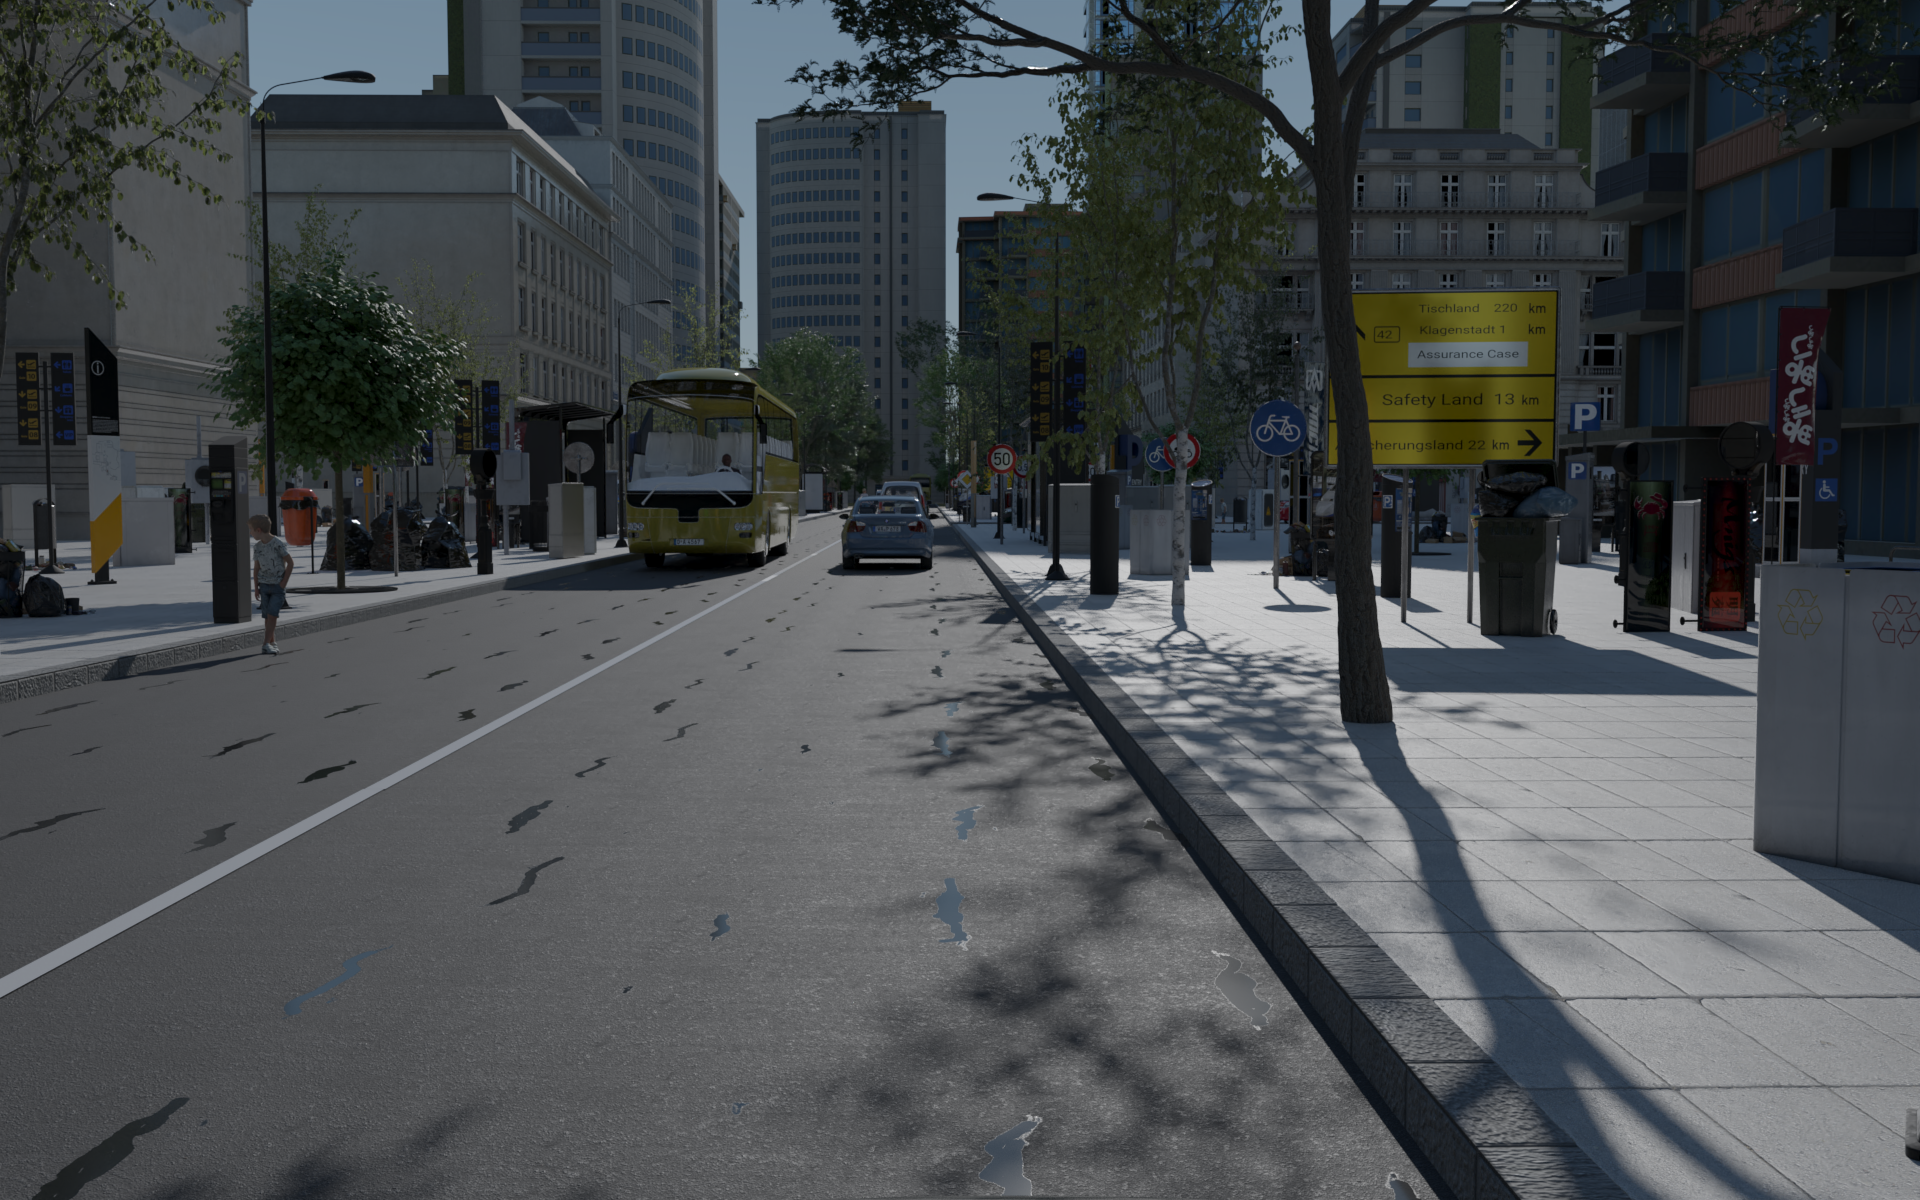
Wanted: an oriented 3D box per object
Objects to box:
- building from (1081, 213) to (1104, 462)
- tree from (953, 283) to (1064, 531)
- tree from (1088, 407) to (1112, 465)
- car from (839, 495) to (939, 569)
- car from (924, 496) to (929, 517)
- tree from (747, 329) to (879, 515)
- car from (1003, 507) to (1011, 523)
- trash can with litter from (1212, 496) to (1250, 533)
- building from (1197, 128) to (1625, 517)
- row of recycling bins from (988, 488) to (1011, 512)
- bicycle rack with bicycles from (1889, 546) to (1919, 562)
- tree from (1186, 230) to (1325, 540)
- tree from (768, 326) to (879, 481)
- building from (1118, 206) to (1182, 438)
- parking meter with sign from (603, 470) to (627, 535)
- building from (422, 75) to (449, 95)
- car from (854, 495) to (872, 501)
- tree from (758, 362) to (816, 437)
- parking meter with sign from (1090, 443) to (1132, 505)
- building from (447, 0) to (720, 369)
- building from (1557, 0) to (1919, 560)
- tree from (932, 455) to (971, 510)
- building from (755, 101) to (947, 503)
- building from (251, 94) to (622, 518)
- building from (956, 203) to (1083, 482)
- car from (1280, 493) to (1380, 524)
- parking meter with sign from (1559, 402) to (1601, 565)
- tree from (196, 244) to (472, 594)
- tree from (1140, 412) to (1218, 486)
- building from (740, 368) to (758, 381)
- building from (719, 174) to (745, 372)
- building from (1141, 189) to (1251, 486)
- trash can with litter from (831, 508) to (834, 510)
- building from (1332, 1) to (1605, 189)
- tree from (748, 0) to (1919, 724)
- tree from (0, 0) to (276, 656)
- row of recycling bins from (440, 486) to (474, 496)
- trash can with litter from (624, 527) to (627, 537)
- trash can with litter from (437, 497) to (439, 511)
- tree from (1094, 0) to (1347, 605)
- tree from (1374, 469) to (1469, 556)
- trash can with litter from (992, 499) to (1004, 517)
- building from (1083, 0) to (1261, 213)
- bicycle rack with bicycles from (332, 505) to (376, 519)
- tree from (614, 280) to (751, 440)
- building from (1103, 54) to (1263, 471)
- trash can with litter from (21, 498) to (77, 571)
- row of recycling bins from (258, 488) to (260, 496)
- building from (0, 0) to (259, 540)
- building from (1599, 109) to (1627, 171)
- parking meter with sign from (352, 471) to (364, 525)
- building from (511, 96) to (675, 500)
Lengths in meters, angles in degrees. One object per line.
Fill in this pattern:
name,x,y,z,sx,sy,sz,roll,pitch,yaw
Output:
building,19.315,-24.938,179.440,14.160,30.474,14.107,0,4,-1
tree,1.898,-6.759,60.876,4.360,8.622,3.978,0,3,0
tree,10.799,-11.701,141.675,4.360,8.622,3.978,0,3,0
car,-1.415,-1.366,34.333,2.014,1.417,4.499,0,4,-1
car,-2.579,-5.274,96.023,2.009,1.686,4.222,0,3,0
tree,-9.915,-11.142,107.924,9.928,11.665,9.643,0,3,0
car,3.951,-4.146,77.570,4.222,1.686,2.009,0,3,0
trash can with litter,8.946,-2.853,57.700,2.233,1.210,1.678,-2,4,-24
building,26.676,-15.841,100.797,24.055,21.916,13.314,0,4,-1
row of recycling bins,2.974,-7.043,122.260,1.069,1.692,3.534,-2,4,-26
bicycle rack with bicycles,13.250,-0.529,22.035,2.852,0.926,2.925,-1,4,-11
tree,8.163,-5.976,48.073,4.360,8.622,3.978,0,3,0
tree,-10.823,-13.696,130.587,9.857,13.997,8.962,0,3,0
building,22.011,-18.811,140.845,16.112,22.955,30.059,0,4,-1
parking meter with sign,-11.193,-3.589,54.937,1.738,3.016,0.543,-1,4,-9
building,-60.551,-35.555,205.033,21.600,48.544,21.300,0,4,-1
car,-7.651,-7.896,141.671,1.945,1.354,3.894,0,4,-2
tree,-10.148,-8.903,95.921,4.737,8.622,4.395,0,3,0
parking meter with sign,4.969,-3.535,54.054,1.738,3.016,0.543,2,4,27
building,-35.526,-38.273,167.755,21.231,58.520,28.212,0,4,-1
building,28.254,-23.626,40.909,22.147,44.769,28.867,0,4,-1
tree,-0.346,-9.722,142.661,4.285,4.588,4.351,0,3,0
building,-16.244,-44.049,262.193,28.212,58.520,21.231,0,4,-1
building,-31.644,-16.787,107.751,16.112,22.955,30.059,0,4,-1
building,12.283,-37.243,263.550,28.867,44.769,22.147,0,4,-1
car,16.117,-4.081,75.757,4.494,1.783,2.155,0,4,-1
parking meter with sign,11.487,-2.197,32.184,0.543,3.016,1.738,2,4,27
tree,-8.279,-2.391,22.804,4.285,4.588,4.351,0,3,0
tree,8.627,-5.242,69.428,4.285,4.588,4.351,0,3,0
building,-45.215,-25.711,265.420,28.899,21.520,27.650,0,4,-1
building,-37.651,-31.081,200.057,23.993,40.220,32.217,0,4,-1
building,18.550,-16.067,117.439,10.420,20.320,16.860,0,4,-1
trash can with litter,-10.811,-7.737,137.553,2.233,1.210,1.678,3,4,39
building,59.308,-40.681,207.136,28.212,58.520,21.231,0,4,-1
tree,2.020,-4.604,9.683,7.601,10.594,8.767,2,4,32
tree,-7.699,-3.873,13.690,4.360,8.622,3.978,0,3,0
row of recycling bins,-26.036,-5.042,89.542,1.069,1.692,3.534,0,4,3
trash can with litter,-9.582,-2.451,51.464,1.055,1.170,0.624,-1,4,-12
trash can with litter,-23.561,-4.169,79.557,1.055,1.170,0.624,3,5,41
tree,2.524,-4.262,20.046,4.737,8.622,4.395,0,3,0
tree,9.754,-3.233,36.574,4.285,4.588,4.351,0,3,0
trash can with litter,3.093,-5.474,100.560,2.233,1.210,1.678,1,4,21
building,22.934,-54.303,200.523,22.319,86.520,31.000,0,4,-1
bicycle rack with bicycles,-28.056,-4.149,81.219,2.925,0.926,2.852,-1,4,-10
tree,-9.166,-6.660,59.248,4.360,8.622,3.978,0,3,0
building,20.557,-29.448,165.063,14.154,41.232,14.086,0,4,-1
trash can with litter,-15.835,-1.117,29.323,1.678,1.210,2.233,0,4,5
row of recycling bins,-36.063,-4.867,86.692,3.534,1.692,1.069,3,5,39
building,-33.105,-13.201,52.001,21.152,22.565,11.583,0,4,-1
building,48.825,-17.239,99.883,19.932,24.808,12.078,0,4,-1
parking meter with sign,-21.521,-4.018,61.950,0.543,3.016,1.738,-1,4,-21
building,-30.349,-22.016,137.449,11.434,29.767,29.804,0,4,-1
